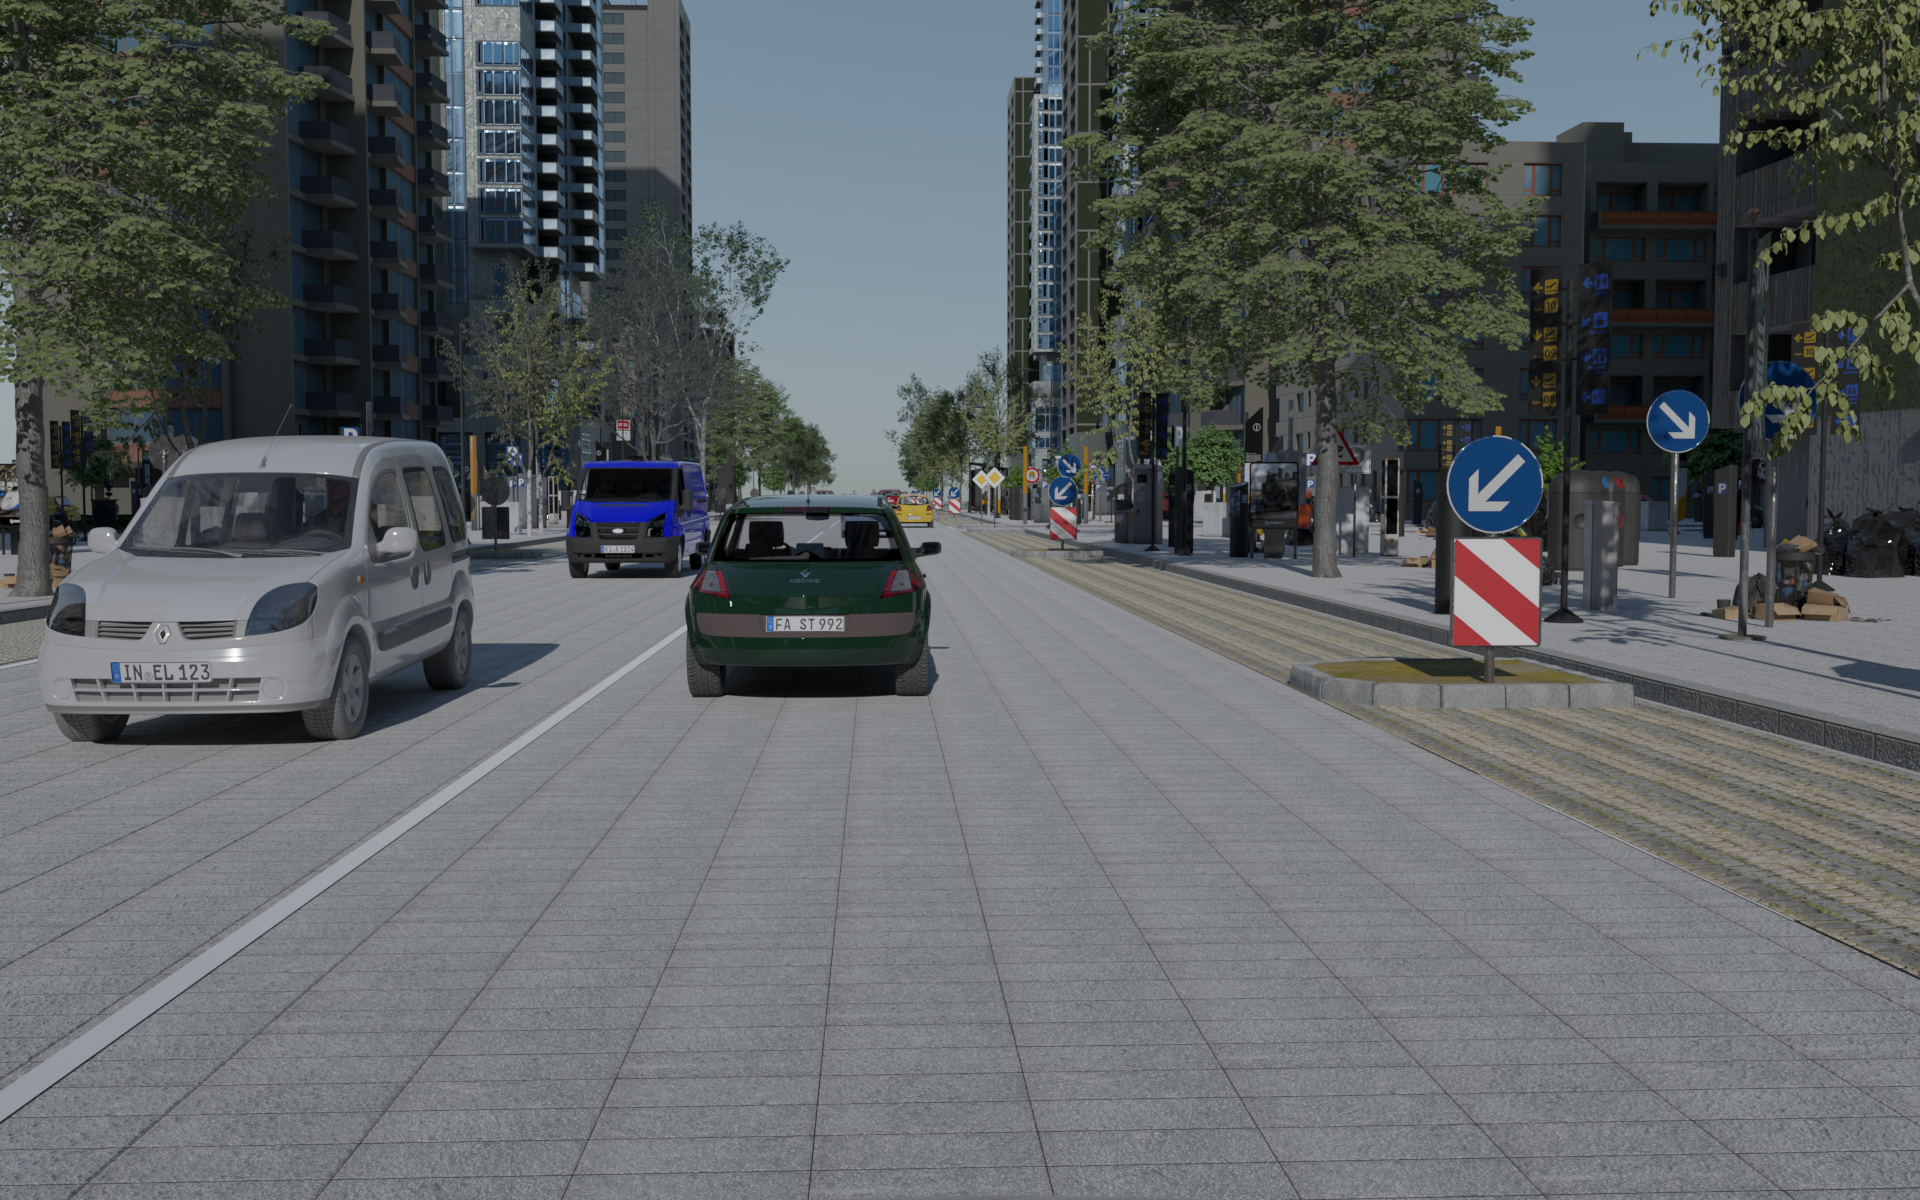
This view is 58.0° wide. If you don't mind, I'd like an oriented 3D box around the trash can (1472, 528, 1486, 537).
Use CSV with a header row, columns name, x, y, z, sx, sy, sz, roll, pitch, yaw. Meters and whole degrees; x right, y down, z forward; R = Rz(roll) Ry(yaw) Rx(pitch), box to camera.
name,x,y,z,sx,sy,sz,roll,pitch,yaw
trash can,8.183,-0.915,26.611,0.748,1.137,0.748,0,3,0

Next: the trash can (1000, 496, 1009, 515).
name,x,y,z,sx,sy,sz,roll,pitch,yaw
trash can,2.641,-5.703,104.894,0.748,1.137,0.748,0,3,0

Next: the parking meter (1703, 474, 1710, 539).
name,x,y,z,sx,sy,sz,roll,pitch,yaw
parking meter,21.642,-2.699,49.835,0.399,1.863,0.255,3,5,43

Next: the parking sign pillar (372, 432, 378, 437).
name,x,y,z,sx,sy,sz,roll,pitch,yaw
parking sign pillar,-25.163,-5.343,75.831,1.447,3.967,1.447,1,4,18

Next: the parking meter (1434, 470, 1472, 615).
name,x,y,z,sx,sy,sz,roll,pitch,yaw
parking meter,5.283,-0.619,18.533,0.372,1.533,0.369,0,3,0

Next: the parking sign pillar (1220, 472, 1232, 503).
name,x,y,z,sx,sy,sz,roll,pitch,yaw
parking sign pillar,13.304,-6.002,86.612,1.447,3.967,1.447,0,4,-1

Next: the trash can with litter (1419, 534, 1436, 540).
name,x,y,z,sx,sy,sz,roll,pitch,yaw
trash can with litter,13.803,-2.271,48.185,1.678,1.210,2.233,-2,4,-31

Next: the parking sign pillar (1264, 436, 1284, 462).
name,x,y,z,sx,sy,sz,roll,pitch,yaw
parking sign pillar,14.409,-5.576,79.632,1.447,3.967,1.447,2,4,33

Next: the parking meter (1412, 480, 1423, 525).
name,x,y,z,sx,sy,sz,roll,pitch,yaw
parking meter,19.285,-4.115,72.998,0.399,1.863,0.255,0,4,0

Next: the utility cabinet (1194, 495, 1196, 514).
name,x,y,z,sx,sy,sz,roll,pitch,yaw
utility cabinet,14.997,-5.982,108.962,1.020,1.237,0.306,-1,4,-19

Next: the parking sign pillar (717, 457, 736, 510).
name,x,y,z,sx,sy,sz,roll,pitch,yaw
parking sign pillar,-16.652,-8.264,123.581,1.447,3.967,1.447,0,4,0

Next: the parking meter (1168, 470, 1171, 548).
name,x,y,z,sx,sy,sz,roll,pitch,yaw
parking meter,5.148,-2.195,41.599,0.255,1.863,0.399,1,4,12

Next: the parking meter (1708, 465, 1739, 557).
name,x,y,z,sx,sy,sz,roll,pitch,yaw
parking meter,15.549,-1.805,35.222,0.255,1.863,0.399,-2,4,-34

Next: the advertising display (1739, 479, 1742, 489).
name,x,y,z,sx,sy,sz,roll,pitch,yaw
advertising display,34.183,-4.348,76.295,0.123,1.923,0.974,0,4,-8

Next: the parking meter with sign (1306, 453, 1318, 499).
name,x,y,z,sx,sy,sz,roll,pitch,yaw
parking meter with sign,14.792,-4.704,73.173,0.543,3.016,1.738,1,4,14

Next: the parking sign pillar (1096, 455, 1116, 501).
name,x,y,z,sx,sy,sz,roll,pitch,yaw
parking sign pillar,9.788,-7.825,116.407,1.447,3.967,1.447,-2,4,-24

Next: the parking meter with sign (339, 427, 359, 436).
name,x,y,z,sx,sy,sz,roll,pitch,yaw
parking meter with sign,-16.559,-3.022,45.667,1.738,3.016,0.543,3,4,37

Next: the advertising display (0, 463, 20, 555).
name,x,y,z,sx,sy,sz,roll,pitch,yaw
advertising display,-19.801,-1.907,36.400,0.974,1.923,0.123,1,4,19

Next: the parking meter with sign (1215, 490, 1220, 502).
name,x,y,z,sx,sy,sz,roll,pitch,yaw
parking meter with sign,14.731,-6.227,98.077,0.543,3.016,1.738,1,4,16

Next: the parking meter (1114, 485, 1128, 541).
name,x,y,z,sx,sy,sz,roll,pitch,yaw
parking meter,4.396,-2.371,47.172,0.372,1.533,0.369,0,3,0

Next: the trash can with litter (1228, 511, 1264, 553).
name,x,y,z,sx,sy,sz,roll,pitch,yaw
trash can with litter,6.429,-1.618,37.848,1.055,1.170,0.624,-1,4,-22

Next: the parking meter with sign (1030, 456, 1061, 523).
name,x,y,z,sx,sy,sz,roll,pitch,yaw
parking meter with sign,3.949,-4.953,77.243,0.543,3.016,1.738,3,4,38

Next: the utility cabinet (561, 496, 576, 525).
name,x,y,z,sx,sy,sz,roll,pitch,yaw
utility cabinet,-15.924,-3.672,71.199,1.020,1.237,0.306,2,4,29

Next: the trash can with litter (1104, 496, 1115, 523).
name,x,y,z,sx,sy,sz,roll,pitch,yaw
trash can with litter,7.257,-4.039,77.092,2.233,1.210,1.678,-3,5,-41

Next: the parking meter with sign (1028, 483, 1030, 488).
name,x,y,z,sx,sy,sz,roll,pitch,yaw
parking meter with sign,3.825,-5.638,88.435,1.738,3.016,0.543,-1,4,-10

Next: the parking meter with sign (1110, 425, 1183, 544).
name,x,y,z,sx,sy,sz,roll,pitch,yaw
parking meter with sign,4.841,-2.954,44.564,1.738,3.016,0.543,2,4,33

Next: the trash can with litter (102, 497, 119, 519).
name,x,y,z,sx,sy,sz,roll,pitch,yaw
trash can with litter,-29.998,-3.076,61.683,1.055,1.170,0.624,-1,4,-10

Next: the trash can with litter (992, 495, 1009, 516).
name,x,y,z,sx,sy,sz,roll,pitch,yaw
trash can with litter,3.120,-5.643,103.312,2.233,1.210,1.678,1,4,14

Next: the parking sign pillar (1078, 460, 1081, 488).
name,x,y,z,sx,sy,sz,roll,pitch,yaw
parking sign pillar,8.983,-8.986,135.389,1.447,3.967,1.447,2,4,29

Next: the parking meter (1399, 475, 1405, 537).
name,x,y,z,sx,sy,sz,roll,pitch,yaw
parking meter,13.134,-2.831,51.998,0.255,1.863,0.399,-3,5,-43

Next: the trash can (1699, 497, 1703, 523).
name,x,y,z,sx,sy,sz,roll,pitch,yaw
trash can,32.819,-3.933,75.961,0.748,1.137,0.748,0,3,0

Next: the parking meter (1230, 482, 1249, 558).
name,x,y,z,sx,sy,sz,roll,pitch,yaw
parking meter,5.663,-1.634,35.132,0.372,1.533,0.369,0,3,0

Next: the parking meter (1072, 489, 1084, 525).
name,x,y,z,sx,sy,sz,roll,pitch,yaw
parking meter,4.886,-3.923,72.545,0.372,1.533,0.369,0,3,0

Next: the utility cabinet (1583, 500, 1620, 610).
name,x,y,z,sx,sy,sz,roll,pitch,yaw
utility cabinet,7.251,-0.515,19.587,0.306,1.237,1.020,1,4,15

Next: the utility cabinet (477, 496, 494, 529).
name,x,y,z,sx,sy,sz,roll,pitch,yaw
utility cabinet,-17.093,-3.177,63.108,1.020,1.237,0.306,0,4,5

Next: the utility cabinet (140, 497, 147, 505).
name,x,y,z,sx,sy,sz,roll,pitch,yaw
utility cabinet,-15.167,-1.354,33.297,1.020,1.237,0.306,0,4,-4

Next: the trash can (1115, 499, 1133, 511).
name,x,y,z,sx,sy,sz,roll,pitch,yaw
trash can,4.465,-2.094,45.891,0.748,1.137,0.748,0,3,0

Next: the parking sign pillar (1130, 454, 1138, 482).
name,x,y,z,sx,sy,sz,roll,pitch,yaw
parking sign pillar,11.880,-7.812,116.195,1.447,3.967,1.447,-1,4,-17

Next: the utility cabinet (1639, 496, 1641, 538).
name,x,y,z,sx,sy,sz,roll,pitch,yaw
utility cabinet,19.291,-2.405,50.490,0.306,1.237,1.020,-3,5,-42

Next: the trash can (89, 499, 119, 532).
name,x,y,z,sx,sy,sz,roll,pitch,yaw
trash can,-23.738,-2.227,48.066,0.748,1.137,0.748,0,3,0

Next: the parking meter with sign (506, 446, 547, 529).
name,x,y,z,sx,sy,sz,roll,pitch,yaw
parking meter with sign,-15.909,-4.126,63.722,0.543,3.016,1.738,1,4,23

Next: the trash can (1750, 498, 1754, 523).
name,x,y,z,sx,sy,sz,roll,pitch,yaw
trash can,25.699,-2.774,57.010,0.748,1.137,0.748,0,3,0

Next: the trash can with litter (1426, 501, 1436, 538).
name,x,y,z,sx,sy,sz,roll,pitch,yaw
trash can with litter,14.249,-2.447,51.402,0.624,1.170,1.055,3,4,36

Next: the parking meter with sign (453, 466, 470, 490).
name,x,y,z,sx,sy,sz,roll,pitch,yaw
parking meter with sign,-31.219,-6.800,107.434,1.738,3.016,0.543,2,4,30

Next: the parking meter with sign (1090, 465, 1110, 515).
name,x,y,z,sx,sy,sz,roll,pitch,yaw
parking meter with sign,8.541,-6.617,104.455,0.543,3.016,1.738,3,5,39

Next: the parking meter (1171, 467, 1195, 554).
name,x,y,z,sx,sy,sz,roll,pitch,yaw
parking meter,4.801,-1.917,37.059,0.399,1.863,0.255,-3,5,-40

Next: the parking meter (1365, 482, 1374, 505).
name,x,y,z,sx,sy,sz,roll,pitch,yaw
parking meter,18.934,-4.554,80.161,0.399,1.863,0.255,0,4,8

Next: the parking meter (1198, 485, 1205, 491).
name,x,y,z,sx,sy,sz,roll,pitch,yaw
parking meter,15.297,-6.368,109.835,0.399,1.863,0.255,-2,4,-28

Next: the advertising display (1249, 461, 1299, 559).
name,x,y,z,sx,sy,sz,roll,pitch,yaw
advertising display,6.236,-1.786,34.419,0.974,1.923,0.123,1,4,12

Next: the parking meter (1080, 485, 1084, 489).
name,x,y,z,sx,sy,sz,roll,pitch,yaw
parking meter,7.465,-6.089,105.263,0.255,1.863,0.399,-2,4,-31
